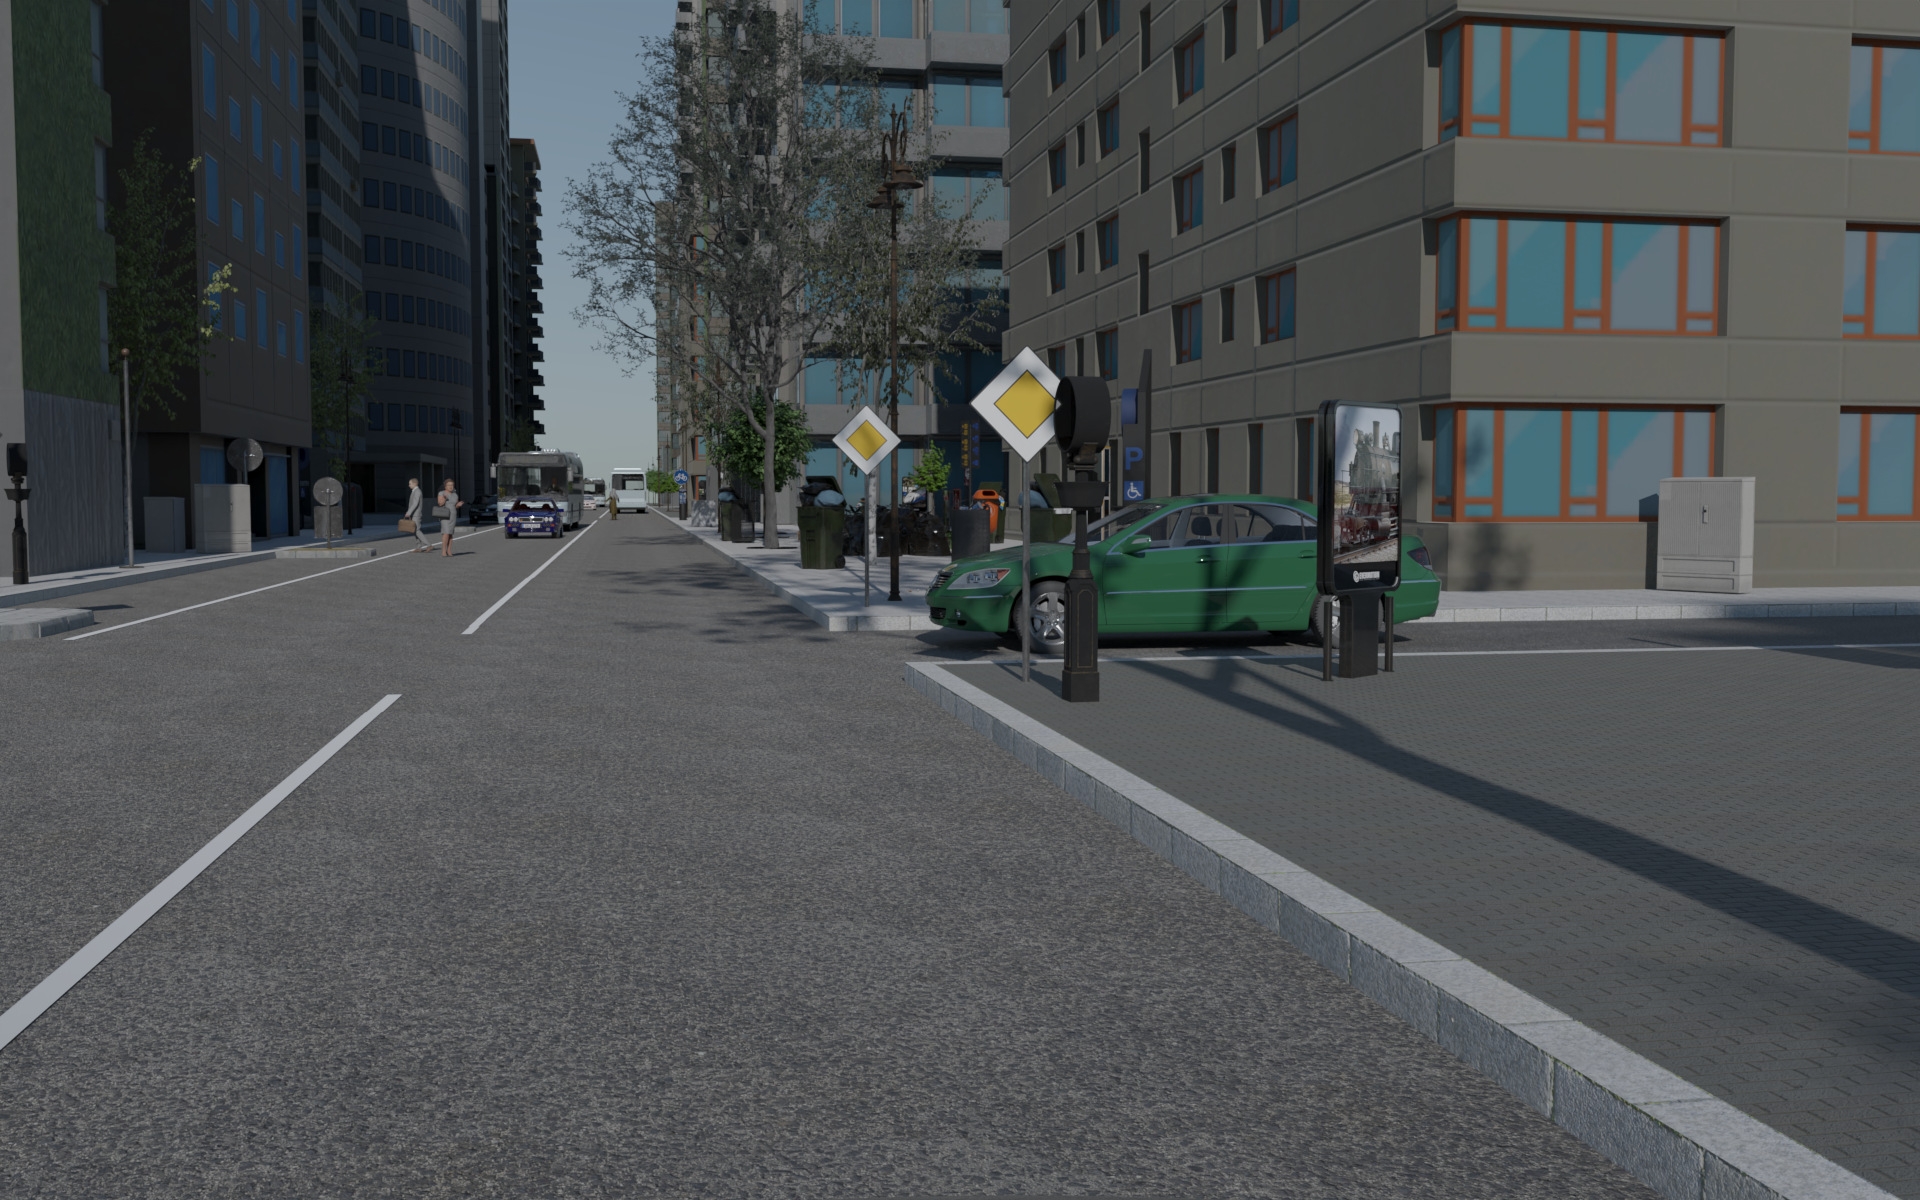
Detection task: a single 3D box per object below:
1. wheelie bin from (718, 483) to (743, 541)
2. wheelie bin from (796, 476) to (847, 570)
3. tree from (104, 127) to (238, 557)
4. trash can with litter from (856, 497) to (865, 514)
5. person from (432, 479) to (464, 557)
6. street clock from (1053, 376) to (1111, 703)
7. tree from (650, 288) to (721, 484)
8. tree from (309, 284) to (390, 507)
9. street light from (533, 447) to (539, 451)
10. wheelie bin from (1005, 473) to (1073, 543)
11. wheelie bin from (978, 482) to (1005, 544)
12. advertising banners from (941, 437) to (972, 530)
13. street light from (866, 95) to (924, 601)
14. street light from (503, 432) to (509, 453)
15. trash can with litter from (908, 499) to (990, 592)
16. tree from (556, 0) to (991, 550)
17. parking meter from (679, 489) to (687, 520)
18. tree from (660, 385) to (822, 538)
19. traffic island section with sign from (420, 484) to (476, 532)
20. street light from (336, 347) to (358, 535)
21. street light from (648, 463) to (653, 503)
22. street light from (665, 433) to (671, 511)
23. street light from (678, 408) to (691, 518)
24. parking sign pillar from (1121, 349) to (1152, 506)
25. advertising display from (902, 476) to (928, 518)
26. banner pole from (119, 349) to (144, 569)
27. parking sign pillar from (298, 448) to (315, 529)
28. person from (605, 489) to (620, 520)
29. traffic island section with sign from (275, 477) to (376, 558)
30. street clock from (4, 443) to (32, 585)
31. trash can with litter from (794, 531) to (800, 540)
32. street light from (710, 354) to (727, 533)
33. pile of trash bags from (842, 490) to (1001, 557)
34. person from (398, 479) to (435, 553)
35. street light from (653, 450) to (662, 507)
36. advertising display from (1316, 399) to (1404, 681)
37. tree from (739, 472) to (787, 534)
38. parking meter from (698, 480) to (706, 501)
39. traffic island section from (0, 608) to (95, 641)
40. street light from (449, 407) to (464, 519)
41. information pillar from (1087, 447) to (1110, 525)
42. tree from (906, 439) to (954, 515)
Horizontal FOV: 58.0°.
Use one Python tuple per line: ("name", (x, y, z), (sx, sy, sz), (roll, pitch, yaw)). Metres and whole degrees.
("wheelie bin", (-6.256, -2.405, 47.223), (0.693, 1.594, 0.980), (-1, 4, -9))
("wheelie bin", (-2.360, -1.326, 29.587), (0.980, 1.594, 0.693), (3, 4, 36))
("tree", (-17.049, -5.203, 35.434), (4.737, 8.622, 4.395), (0, 3, 0))
("trash can with litter", (-3.274, -3.189, 63.534), (0.624, 1.170, 1.055), (2, 4, 35))
("person", (-11.656, -1.867, 39.391), (0.532, 1.782, 0.716), (3, 5, 40))
("street clock", (0.749, -0.375, 10.703), (0.358, 2.002, 0.471), (-1, 4, -14))
("tree", (-8.580, -6.752, 60.750), (4.360, 8.622, 3.978), (0, 3, 0))
("tree", (-21.770, -6.701, 59.917), (4.737, 8.622, 4.395), (0, 3, 0))
("street light", (-42.458, -12.337, 174.498), (0.468, 5.910, 1.993), (-1, 4, -11))
("wheelie bin", (1.288, -1.130, 26.383), (0.693, 1.594, 0.980), (2, 4, 35))
("wheelie bin", (0.786, -2.264, 44.927), (0.980, 1.594, 0.693), (2, 4, 30))
("advertising banners", (-0.100, -3.563, 54.446), (0.090, 3.025, 2.074), (-2, 4, -27))
("street light", (-0.785, -2.928, 20.653), (0.468, 5.910, 1.993), (-1, 4, -11))
("street light", (-33.885, -9.586, 129.525), (0.468, 5.910, 1.993), (-1, 4, -11))
("trash can with litter", (0.514, -0.732, 23.021), (2.233, 1.210, 1.678), (1, 4, 9))
("tree", (-4.556, -7.936, 40.123), (12.009, 13.543, 11.850), (0, 3, 0))
("parking meter", (-13.535, -4.660, 84.596), (0.372, 1.533, 0.369), (0, 3, 0))
("tree", (-5.641, -4.093, 50.641), (4.285, 4.588, 4.351), (0, 3, 0))
("traffic island section with sign", (-19.602, -3.526, 66.273), (1.989, 1.847, 2.006), (-1, 4, -11))
("street light", (-19.298, -5.005, 54.615), (0.468, 5.910, 1.993), (-1, 4, -11))
("street light", (-37.819, -14.721, 213.472), (0.468, 5.910, 1.993), (-1, 4, -11))
("street light", (-22.292, -9.747, 132.146), (0.468, 5.910, 1.993), (-1, 4, -11))
("street light", (-15.306, -7.519, 95.718), (0.468, 5.910, 1.993), (-1, 4, -11))
("parking sign pillar", (3.237, -2.642, 31.663), (1.447, 3.967, 1.447), (1, 4, 11))
("advertising display", (-1.658, -3.564, 63.481), (0.974, 1.923, 0.123), (1, 4, 22))
("banner pole", (-14.441, -2.452, 30.107), (0.401, 3.779, 0.863), (-1, 4, -22))
("parking sign pillar", (-24.281, -4.585, 63.432), (1.447, 3.967, 1.447), (0, 4, 5))
("person", (-19.090, -5.253, 95.109), (0.721, 1.736, 1.217), (2, 4, 28))
("traffic island section with sign", (-14.530, -1.906, 39.797), (1.989, 1.847, 2.006), (-1, 4, -11))
("street clock", (-13.358, -1.224, 24.577), (0.358, 2.002, 0.471), (-2, 4, -33))
("trash can with litter", (-4.071, -2.239, 47.987), (1.055, 1.170, 0.624), (0, 4, -3))
("street light", (-7.903, -5.136, 56.768), (0.468, 5.910, 1.993), (-1, 4, -11))
("pile of trash bags", (-0.765, -1.628, 36.363), (3.447, 1.369, 1.912), (-1, 4, -22))
("person", (-13.297, -2.060, 42.305), (0.853, 1.813, 0.709), (-1, 4, -19))
("street light", (-30.859, -12.510, 177.327), (0.468, 5.910, 1.993), (-1, 4, -11))
("advertising display", (2.808, -0.424, 12.146), (0.123, 1.923, 0.974), (3, 5, 43))
("tree", (-6.034, -3.745, 55.829), (1.663, 3.219, 1.824), (0, 3, 0))
("parking meter", (-10.712, -4.057, 72.037), (0.255, 1.863, 0.399), (0, 4, 5))
("traffic island section", (-10.310, 0.266, 17.926), (2.009, 0.180, 2.903), (-1, 4, -11))
("street light", (-26.858, -7.342, 92.825), (0.468, 5.910, 1.993), (-1, 4, -11))
("information pillar", (2.141, -1.372, 26.922), (0.304, 2.012, 0.304), (2, 4, 24))
("tree", (-1.081, -4.086, 61.409), (1.663, 3.219, 1.824), (0, 3, 0))
